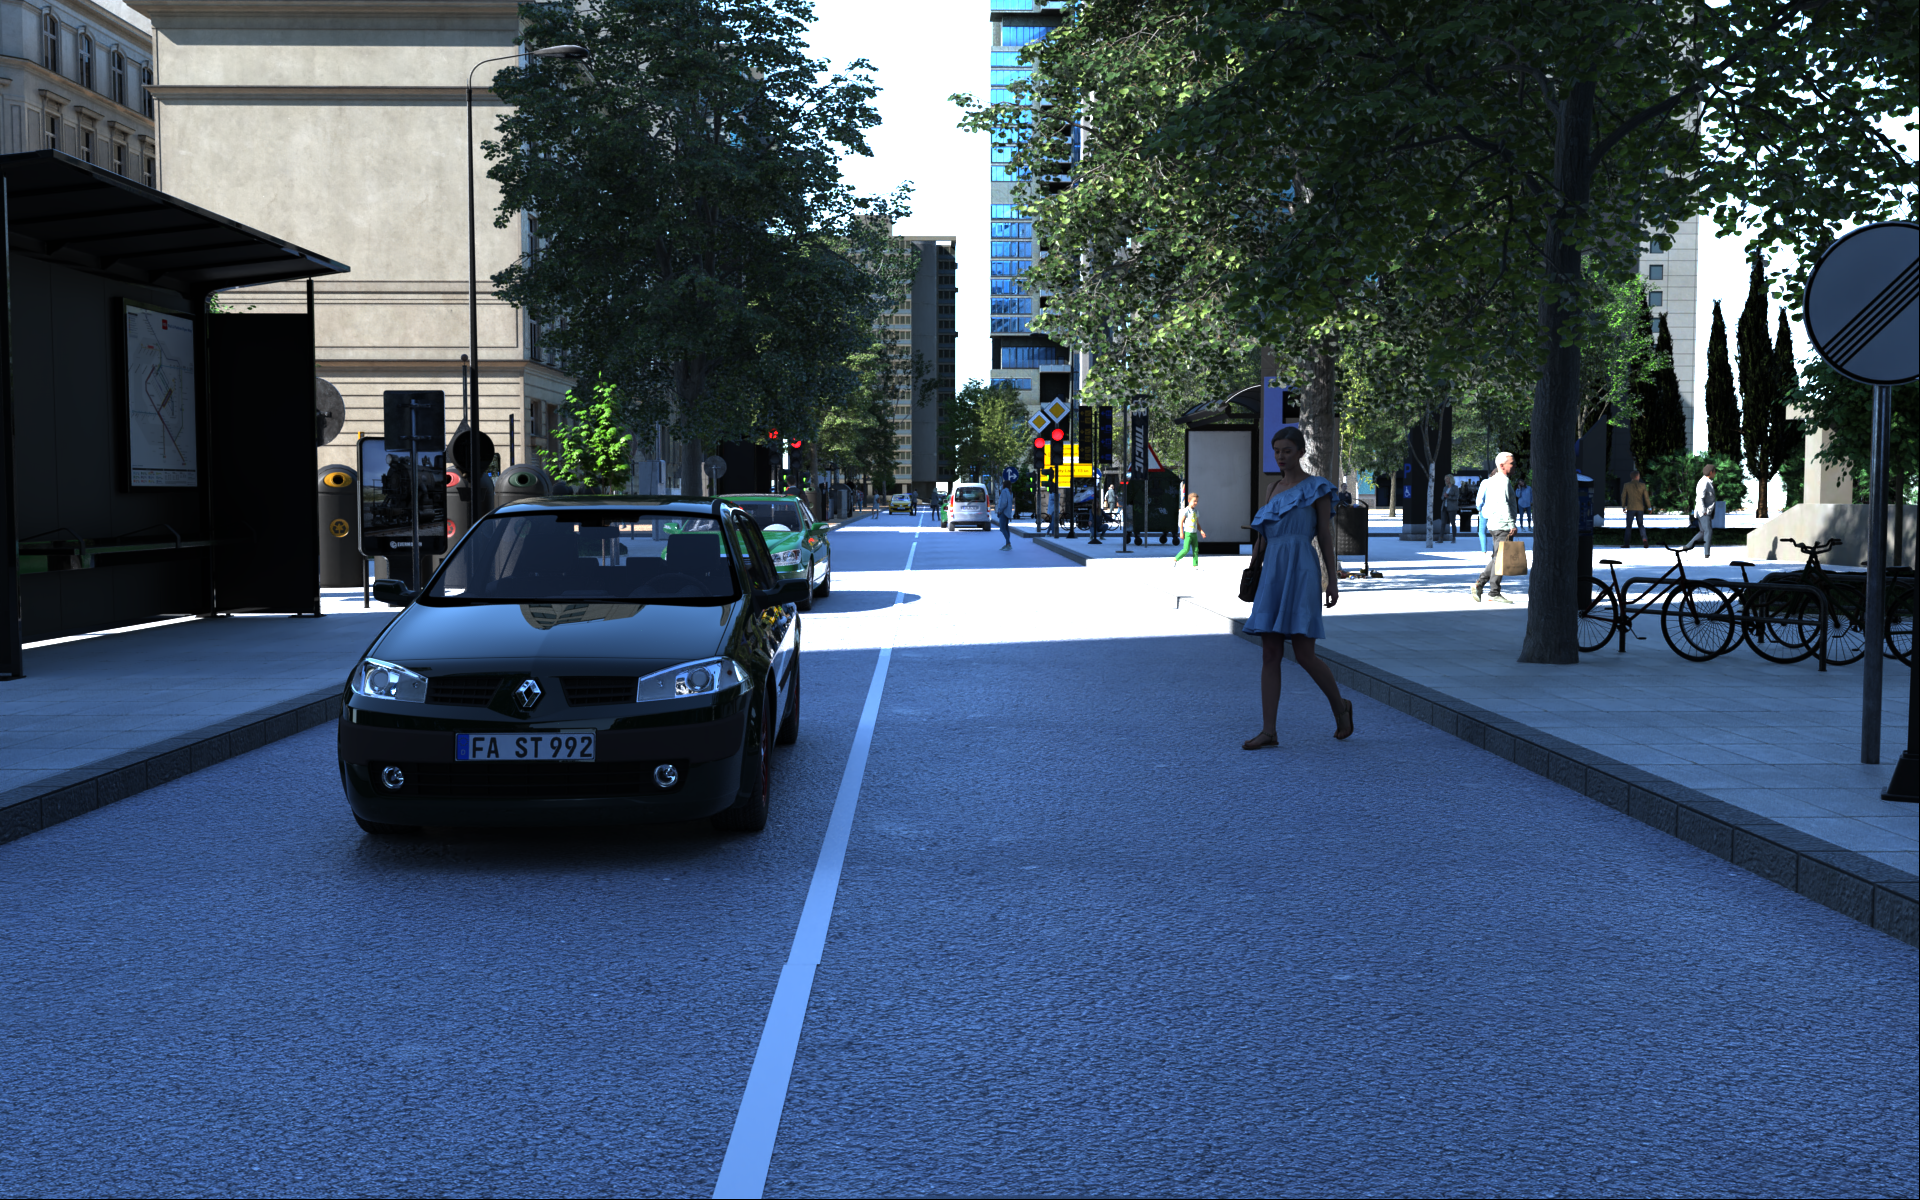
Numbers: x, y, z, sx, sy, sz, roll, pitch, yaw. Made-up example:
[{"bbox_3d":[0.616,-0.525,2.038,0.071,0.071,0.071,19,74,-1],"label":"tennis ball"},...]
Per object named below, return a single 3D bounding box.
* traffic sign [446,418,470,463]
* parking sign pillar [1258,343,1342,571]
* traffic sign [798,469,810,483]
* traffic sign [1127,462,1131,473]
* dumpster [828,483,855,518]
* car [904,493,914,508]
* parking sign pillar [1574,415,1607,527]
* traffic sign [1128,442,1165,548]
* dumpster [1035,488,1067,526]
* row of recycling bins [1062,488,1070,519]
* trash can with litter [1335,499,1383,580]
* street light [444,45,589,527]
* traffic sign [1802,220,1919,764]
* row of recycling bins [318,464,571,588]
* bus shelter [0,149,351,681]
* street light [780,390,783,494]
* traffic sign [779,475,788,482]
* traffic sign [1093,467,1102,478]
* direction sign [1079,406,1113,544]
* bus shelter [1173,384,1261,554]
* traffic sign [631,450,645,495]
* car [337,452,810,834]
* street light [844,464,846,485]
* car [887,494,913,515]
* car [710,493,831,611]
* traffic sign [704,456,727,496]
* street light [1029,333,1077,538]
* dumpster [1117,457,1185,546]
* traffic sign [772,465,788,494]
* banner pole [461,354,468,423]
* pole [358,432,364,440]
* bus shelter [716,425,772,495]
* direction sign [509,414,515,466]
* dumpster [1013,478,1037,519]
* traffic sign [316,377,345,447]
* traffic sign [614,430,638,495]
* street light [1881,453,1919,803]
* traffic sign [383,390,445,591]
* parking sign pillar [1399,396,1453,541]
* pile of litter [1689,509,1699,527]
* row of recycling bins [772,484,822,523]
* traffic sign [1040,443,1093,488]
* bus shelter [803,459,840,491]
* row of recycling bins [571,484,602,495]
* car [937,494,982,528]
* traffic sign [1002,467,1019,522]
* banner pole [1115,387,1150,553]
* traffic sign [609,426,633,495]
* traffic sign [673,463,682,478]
[{"bbox_3d":[-8.520,-1.822,29.788,0.884,2.594,0.081,0,4,0],"label":"traffic sign"},{"bbox_3d":[5.634,-2.464,28.754,1.447,3.967,1.447,1,4,13],"label":"parking sign pillar"},{"bbox_3d":[-7.829,-5.260,86.105,0.768,2.556,0.104,0,4,4],"label":"traffic sign"},{"bbox_3d":[6.571,-3.918,64.171,0.768,2.556,0.104,0,4,4],"label":"traffic sign"},{"bbox_3d":[-6.557,-5.426,94.481,1.264,1.857,1.865,0,4,-1],"label":"dumpster"},{"bbox_3d":[-5.376,-10.101,174.735,1.945,1.707,3.694,0,4,1],"label":"car"},{"bbox_3d":[21.287,-4.292,58.640,1.447,3.967,1.447,-2,4,-35],"label":"parking sign pillar"},{"bbox_3d":[4.449,-2.532,41.398,0.884,2.594,0.081,0,4,3],"label":"traffic sign"},{"bbox_3d":[3.734,-3.998,71.120,1.264,1.857,1.865,0,4,-1],"label":"dumpster"},{"bbox_3d":[5.365,-5.027,89.309,1.069,1.692,3.534,0,4,2],"label":"row of recycling bins"},{"bbox_3d":[5.612,-0.954,26.650,2.233,1.210,1.678,-1,4,-10],"label":"trash can with litter"},{"bbox_3d":[-4.540,-2.786,18.084,1.470,5.913,1.316,0,4,-1],"label":"street light"},{"bbox_3d":[4.344,-0.494,8.185,0.768,2.556,0.104,0,4,7],"label":"traffic sign"},{"bbox_3d":[-7.284,-1.023,23.833,3.534,1.692,1.069,0,4,8],"label":"row of recycling bins"},{"bbox_3d":[-7.094,-1.446,14.919,1.731,3.624,6.357,0,4,-1],"label":"bus shelter"},{"bbox_3d":[-5.403,-5.211,57.735,1.470,5.913,1.316,0,4,-1],"label":"street light"},{"bbox_3d":[-9.958,-5.968,97.689,0.768,2.556,0.104,0,4,8],"label":"traffic sign"},{"bbox_3d":[6.263,-4.970,81.373,0.768,2.556,0.104,0,4,0],"label":"traffic sign"},{"bbox_3d":[3.477,-3.210,44.479,0.876,3.537,0.379,0,4,-7],"label":"direction sign"},{"bbox_3d":[5.611,-2.474,34.377,2.014,3.302,5.546,0,4,-1],"label":"bus shelter"},{"bbox_3d":[-9.211,-2.969,48.642,0.768,2.556,0.104,0,4,8],"label":"traffic sign"},{"bbox_3d":[-1.722,0.075,8.563,2.009,1.686,4.222,0,4,-2],"label":"car"},{"bbox_3d":[-6.160,-7.862,101.091,1.470,5.913,1.316,0,4,-1],"label":"street light"},{"bbox_3d":[-4.142,-6.802,121.431,2.015,1.641,3.980,0,4,-2],"label":"car"},{"bbox_3d":[-2.733,-0.673,22.802,2.131,1.459,4.920,0,4,0],"label":"car"},{"bbox_3d":[-8.123,-3.506,57.430,0.768,2.556,0.104,0,4,4],"label":"traffic sign"},{"bbox_3d":[2.700,-4.737,49.995,1.470,5.913,1.316,0,4,-1],"label":"street light"},{"bbox_3d":[4.817,-2.520,43.698,1.502,2.255,1.985,0,4,-1],"label":"dumpster"},{"bbox_3d":[-7.109,-4.144,67.765,0.884,2.594,0.081,0,4,5],"label":"traffic sign"},{"bbox_3d":[-8.797,-2.497,30.845,0.401,3.779,0.863,-1,4,-15],"label":"banner pole"},{"bbox_3d":[-19.602,-3.851,56.801,0.158,3.312,0.155,0,3,0],"label":"pole"},{"bbox_3d":[-7.519,-4.329,62.065,1.731,3.624,6.357,0,4,-1],"label":"bus shelter"},{"bbox_3d":[-12.717,-3.500,49.216,0.379,3.537,0.876,-1,4,-20],"label":"direction sign"},{"bbox_3d":[3.398,-5.362,90.159,1.502,2.255,1.985,0,4,-1],"label":"dumpster"},{"bbox_3d":[-7.048,-1.145,18.825,0.768,2.556,0.104,0,4,7],"label":"traffic sign"},{"bbox_3d":[-6.185,-1.901,31.184,0.768,2.556,0.104,0,4,-1],"label":"traffic sign"},{"bbox_3d":[3.506,-2.115,7.122,1.470,5.913,1.316,0,4,-1],"label":"street light"},{"bbox_3d":[-5.380,-0.916,17.102,0.606,2.300,0.079,0,4,3],"label":"traffic sign"},{"bbox_3d":[12.879,-3.625,47.743,1.447,3.967,1.447,-1,4,-21],"label":"parking sign pillar"},{"bbox_3d":[20.710,-2.084,48.046,1.176,0.858,1.719,3,5,43],"label":"pile of litter"},{"bbox_3d":[-7.388,-4.042,73.198,3.534,1.692,1.069,2,4,27],"label":"row of recycling bins"},{"bbox_3d":[4.213,-4.632,69.599,2.265,3.308,0.079,0,4,2],"label":"traffic sign"},{"bbox_3d":[-8.163,-6.582,101.534,2.014,3.302,5.546,0,4,-1],"label":"bus shelter"},{"bbox_3d":[-13.799,-3.136,58.379,3.534,1.692,1.069,0,4,3],"label":"row of recycling bins"},{"bbox_3d":[0.087,-3.838,74.542,2.131,1.459,4.920,0,3,0],"label":"car"},{"bbox_3d":[2.342,-4.893,80.111,0.768,2.556,0.104,0,4,4],"label":"traffic sign"},{"bbox_3d":[3.815,-2.937,38.041,0.863,3.779,0.401,-2,4,-30],"label":"banner pole"},{"bbox_3d":[-6.098,-1.848,30.322,0.768,2.556,0.104,0,4,7],"label":"traffic sign"},{"bbox_3d":[-9.268,-3.587,58.647,0.884,2.594,0.081,0,3,0],"label":"traffic sign"}]
